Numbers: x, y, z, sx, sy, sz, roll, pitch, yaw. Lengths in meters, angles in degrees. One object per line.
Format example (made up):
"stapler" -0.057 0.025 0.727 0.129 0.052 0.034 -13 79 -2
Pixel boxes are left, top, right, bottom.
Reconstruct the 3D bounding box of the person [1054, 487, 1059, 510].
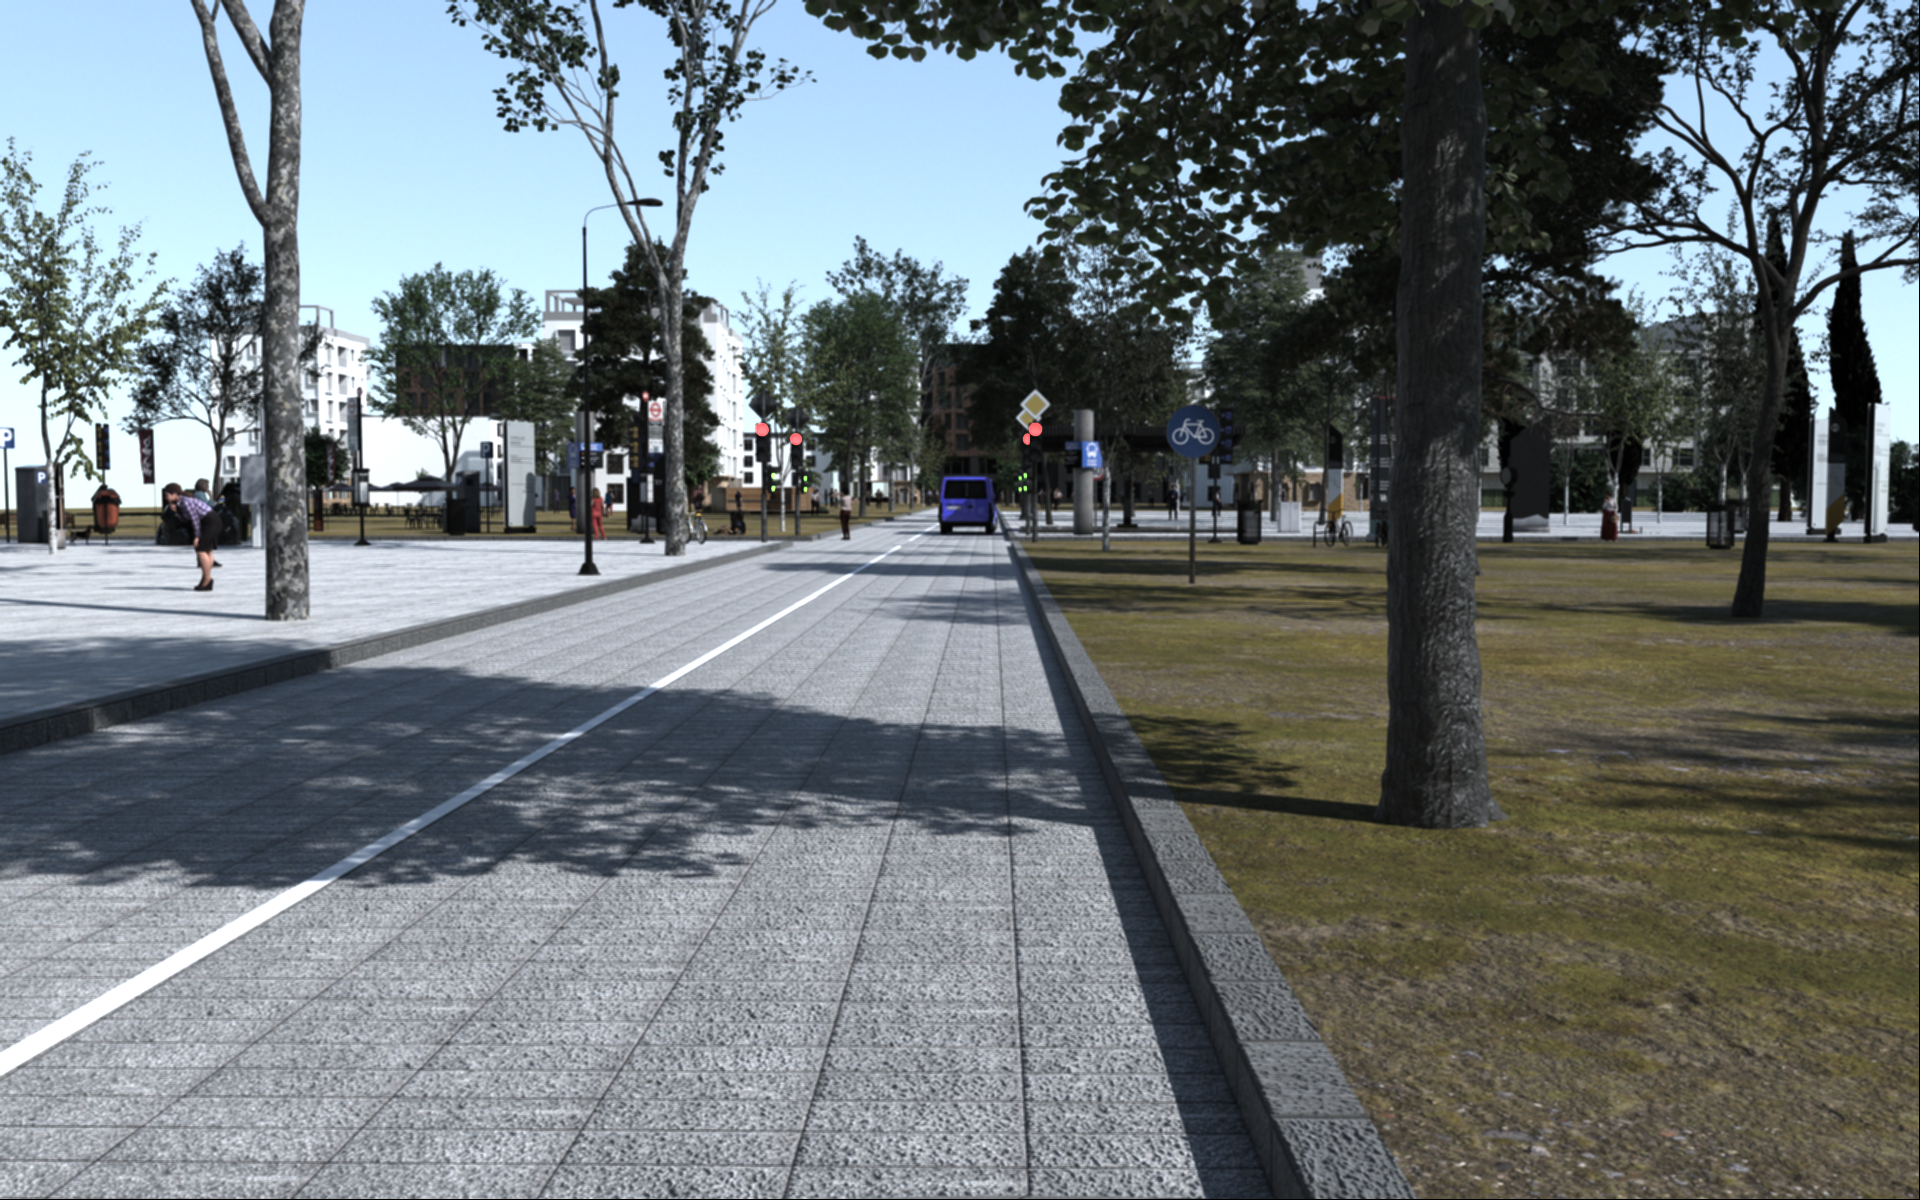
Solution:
"person" 7.591 -7.983 136.573 0.705 1.823 1.348 1 4 15

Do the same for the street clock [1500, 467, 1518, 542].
"street clock" 14.558 -2.532 45.961 0.358 2.002 0.471 -1 4 -19

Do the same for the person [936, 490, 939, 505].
"person" -2.609 -12.110 204.774 0.721 1.736 1.217 1 4 8

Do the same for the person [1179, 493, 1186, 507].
"person" 21.877 -9.850 170.315 0.697 1.427 0.421 -1 4 -14

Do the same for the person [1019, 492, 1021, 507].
"person" 5.923 -9.792 166.945 0.445 1.727 0.742 -3 5 -42

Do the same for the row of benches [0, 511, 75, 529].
"row of benches" -34.546 -2.942 63.572 1.422 0.672 4.104 3 4 37

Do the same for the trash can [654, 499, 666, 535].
"trash can" -9.300 -2.633 54.707 0.748 1.137 0.748 0 3 0

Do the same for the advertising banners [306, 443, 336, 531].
"advertising banners" -22.135 -3.881 59.641 2.074 3.025 0.090 2 4 33

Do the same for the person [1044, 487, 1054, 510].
"person" 7.393 -8.280 141.440 1.348 1.821 0.705 3 4 38

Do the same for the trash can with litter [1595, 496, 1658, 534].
"trash can with litter" 21.804 -2.811 57.018 1.678 1.210 2.233 -1 4 -12

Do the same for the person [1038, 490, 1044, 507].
"person" 8.333 -10.417 177.097 1.217 1.736 0.721 0 4 -4

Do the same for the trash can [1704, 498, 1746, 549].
"trash can" 17.733 -1.756 40.369 0.748 1.137 0.748 0 3 0

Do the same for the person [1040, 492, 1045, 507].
"person" 8.289 -9.818 167.279 1.217 1.736 0.721 1 4 16

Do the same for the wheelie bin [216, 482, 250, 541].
"wheelie bin" -19.603 -2.381 46.834 0.693 1.594 0.980 1 4 12

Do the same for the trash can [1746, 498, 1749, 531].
"trash can" 25.518 -2.765 56.859 0.748 1.137 0.748 0 3 0

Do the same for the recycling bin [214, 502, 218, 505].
"recycling bin" -24.002 -2.696 56.640 0.722 1.027 0.722 -1 4 -9

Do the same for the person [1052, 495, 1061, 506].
"person" 10.417 -11.061 187.713 1.217 1.723 0.721 1 4 13

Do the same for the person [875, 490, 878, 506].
"person" -8.921 -11.079 188.107 0.541 1.710 0.530 1 4 22

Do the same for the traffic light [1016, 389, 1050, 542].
"traffic light" 1.968 -3.463 45.862 0.839 4.213 0.868 0 4 1

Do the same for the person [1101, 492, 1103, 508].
"person" 13.325 -9.370 160.159 0.541 1.710 0.530 2 4 24

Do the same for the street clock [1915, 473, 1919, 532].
"street clock" 32.339 -3.280 58.190 0.471 2.002 0.358 -1 4 -12

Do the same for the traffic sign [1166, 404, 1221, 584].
"traffic sign" 3.321 -1.504 24.704 0.768 2.556 0.104 1 4 10

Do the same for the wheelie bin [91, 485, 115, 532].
"wheelie bin" -28.744 -3.078 58.231 0.693 1.594 0.980 -1 4 -10

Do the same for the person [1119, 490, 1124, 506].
"person" 17.446 -10.890 184.829 1.217 1.736 0.721 3 5 45

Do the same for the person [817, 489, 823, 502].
"person" -15.902 -11.512 194.270 0.705 1.824 1.348 3 5 44

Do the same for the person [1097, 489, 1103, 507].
"person" 13.473 -9.712 165.556 1.217 1.735 0.721 -2 4 -23

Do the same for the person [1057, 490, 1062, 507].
"person" 9.927 -10.289 175.208 0.756 1.711 0.436 2 4 30

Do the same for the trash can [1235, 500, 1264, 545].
"trash can" 7.353 -1.979 44.016 0.748 1.137 0.748 0 3 0

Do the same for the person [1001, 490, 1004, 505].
"person" 4.790 -11.589 195.526 0.705 1.824 1.348 0 4 -6

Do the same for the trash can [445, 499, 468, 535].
"trash can" -15.640 -2.579 53.813 0.748 1.137 0.748 0 3 0

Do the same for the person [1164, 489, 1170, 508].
"person" 19.078 -9.264 158.062 0.990 1.755 0.434 1 4 19

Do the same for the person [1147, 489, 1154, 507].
"person" 19.213 -10.246 174.093 0.617 1.759 0.750 2 4 27

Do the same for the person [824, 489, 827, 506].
"person" -13.934 -10.609 179.640 0.705 1.807 1.348 0 4 -6

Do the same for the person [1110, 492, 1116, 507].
"person" 14.945 -10.239 173.469 1.348 1.821 0.705 1 4 20

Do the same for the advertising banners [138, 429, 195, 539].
"advertising banners" -21.058 -3.057 46.171 2.074 3.025 0.090 1 4 20

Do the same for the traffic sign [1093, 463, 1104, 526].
"traffic sign" 5.190 -4.043 66.203 0.768 2.556 0.104 0 4 5

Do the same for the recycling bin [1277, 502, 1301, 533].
"recycling bin" 10.896 -2.742 57.394 0.722 1.027 0.722 0 4 4

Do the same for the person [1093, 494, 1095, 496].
"person" 15.006 -11.761 198.413 1.350 1.814 0.705 -2 4 -28

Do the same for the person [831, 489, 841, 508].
"person" -11.128 -9.128 155.999 1.217 1.736 0.721 -3 5 -40

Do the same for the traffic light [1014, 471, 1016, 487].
"traffic light" 2.109 -3.951 53.846 0.839 4.213 0.868 0 4 1

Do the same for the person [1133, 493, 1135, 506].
"person" 18.710 -11.079 188.116 0.756 1.711 0.436 3 5 44

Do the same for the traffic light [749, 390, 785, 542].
"traffic light" -5.192 -3.470 45.971 0.839 4.213 0.868 0 4 1

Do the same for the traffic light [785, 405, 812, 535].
"traffic light" -5.052 -3.958 53.955 0.839 4.213 0.868 0 4 1

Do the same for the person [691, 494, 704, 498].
"person" -21.987 -8.480 145.374 1.217 1.739 0.721 0 4 4

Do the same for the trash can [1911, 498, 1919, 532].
"trash can" 32.881 -2.903 59.122 0.748 1.137 0.748 0 3 0

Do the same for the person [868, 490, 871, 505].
"person" -10.414 -11.785 198.807 0.705 1.814 1.350 -1 4 -16

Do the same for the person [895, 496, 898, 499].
"person" -6.548 -9.970 172.270 0.991 1.433 0.599 -3 5 -42

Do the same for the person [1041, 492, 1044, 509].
"person" 7.068 -8.430 147.091 0.599 1.433 0.991 1 4 9

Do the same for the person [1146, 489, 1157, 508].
"person" 17.749 -9.392 160.389 0.721 1.735 1.217 -3 5 -44

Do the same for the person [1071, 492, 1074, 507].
"person" 11.719 -10.422 176.441 0.705 1.824 1.348 3 5 42

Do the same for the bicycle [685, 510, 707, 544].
"bicycle" -6.875 -1.935 44.850 0.635 0.972 1.543 -2 4 -33

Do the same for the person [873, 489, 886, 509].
"person" -6.929 -8.641 148.047 1.217 1.735 0.721 -1 4 -9
